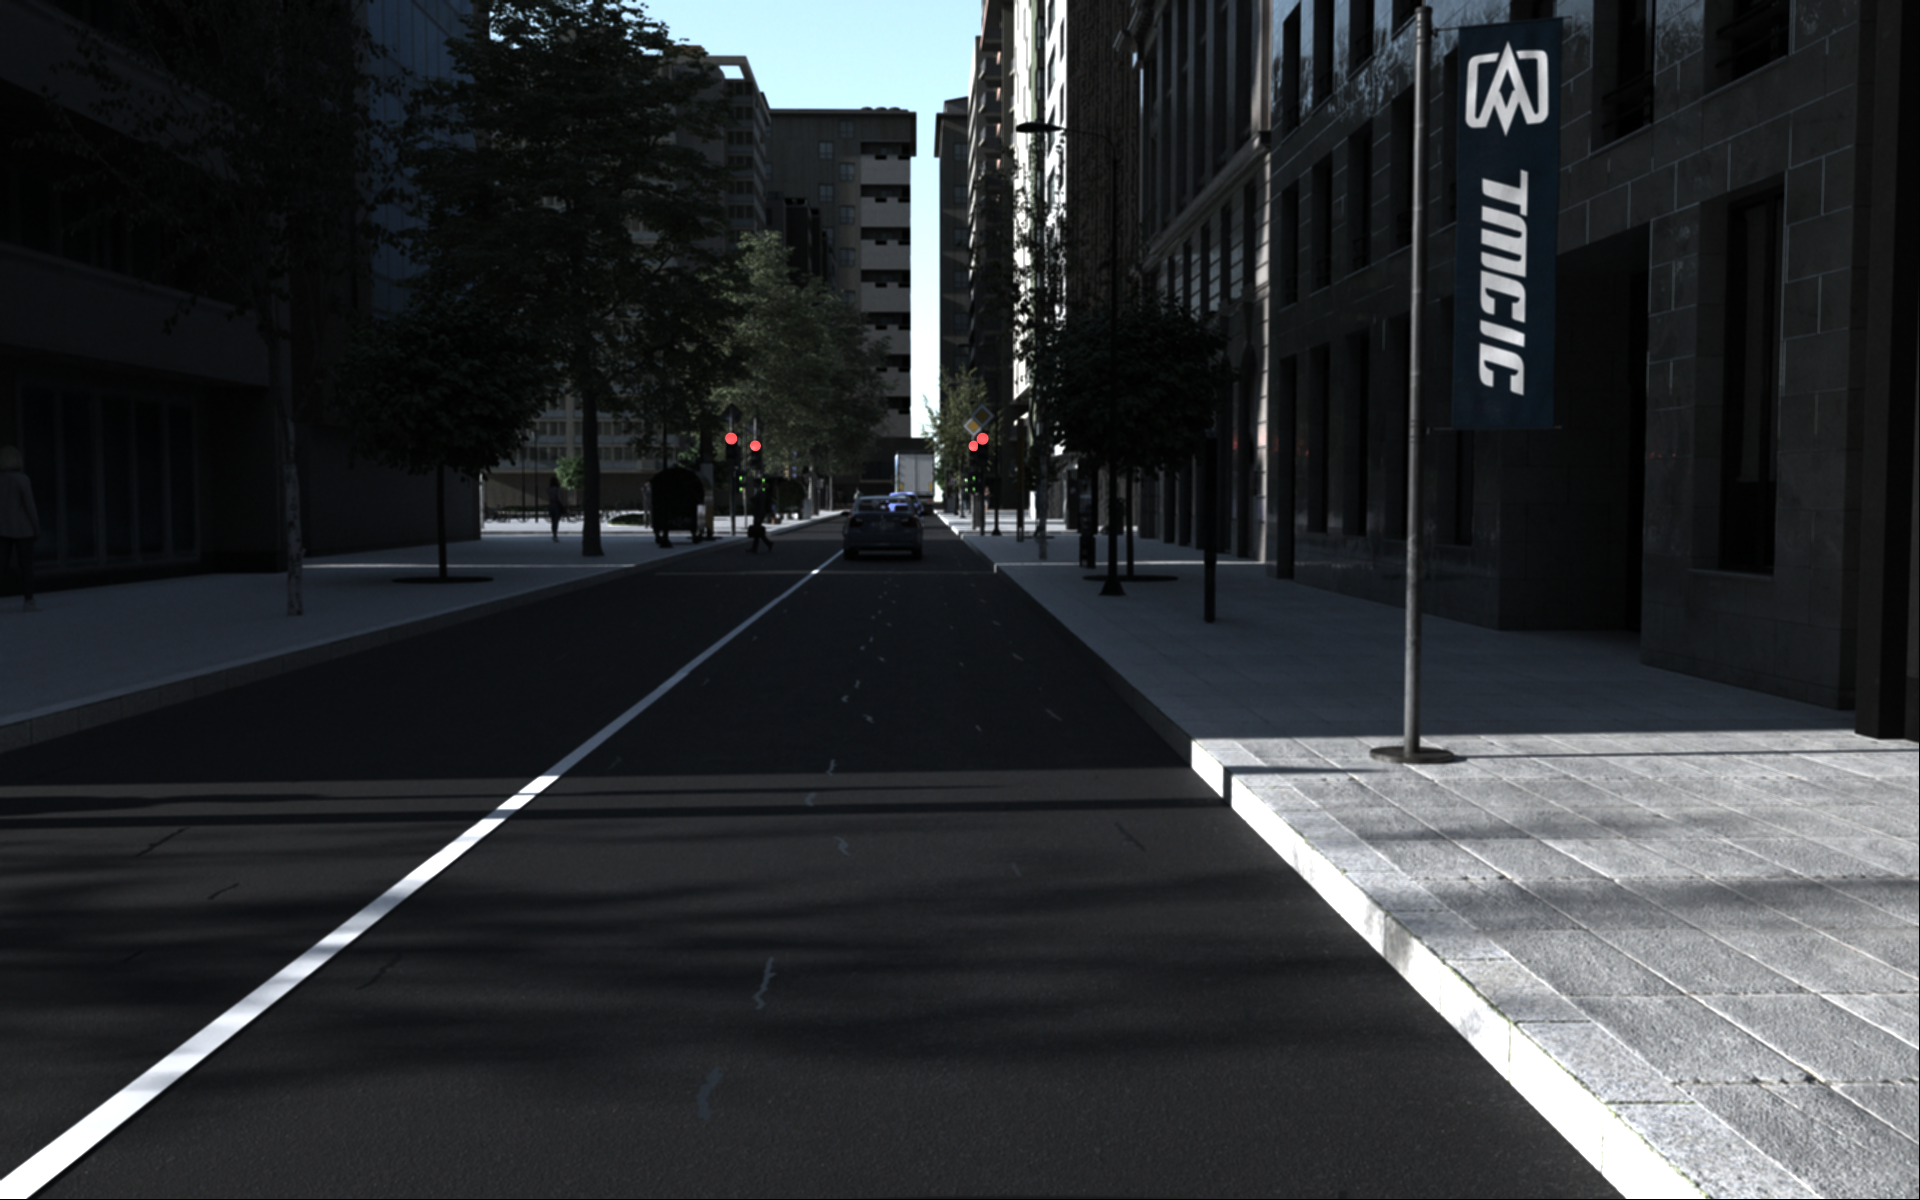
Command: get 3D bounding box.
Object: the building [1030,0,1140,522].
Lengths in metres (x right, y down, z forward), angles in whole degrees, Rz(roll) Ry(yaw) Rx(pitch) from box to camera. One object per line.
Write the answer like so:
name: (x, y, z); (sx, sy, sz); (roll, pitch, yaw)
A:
building: (10.699, -19.736, 94.386); (14.160, 30.474, 14.107); (0, 4, -1)

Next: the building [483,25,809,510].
building: (-29.405, -27.902, 148.071); (32.217, 40.220, 23.993); (0, 4, -1)

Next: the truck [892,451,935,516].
truck: (-3.153, -7.873, 117.632); (2.839, 4.237, 11.283); (0, 4, -3)

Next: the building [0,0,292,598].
building: (-21.446, -24.033, 16.639); (21.300, 48.544, 21.600); (0, 4, -1)

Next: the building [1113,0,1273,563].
building: (11.338, -12.035, 38.571); (13.314, 21.916, 24.055); (0, 4, -1)

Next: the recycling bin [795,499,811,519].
recycling bin: (-8.122, -4.710, 89.561); (0.722, 1.027, 0.722); (-1, 4, -13)

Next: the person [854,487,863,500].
person: (-5.595, -5.311, 95.508); (0.511, 1.800, 0.466); (-3, 5, -40)

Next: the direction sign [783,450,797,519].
direction sign: (-8.653, -5.890, 88.299); (0.876, 3.537, 0.379); (2, 4, 34)

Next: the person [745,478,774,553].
person: (-4.878, -2.070, 42.306); (0.822, 1.834, 0.622); (-2, 4, -29)

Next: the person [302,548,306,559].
person: (-12.528, -1.605, 32.124); (0.795, 1.843, 0.661); (0, 4, -8)

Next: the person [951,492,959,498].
person: (-0.431, -8.002, 137.070); (0.606, 1.804, 0.583); (-1, 4, -18)

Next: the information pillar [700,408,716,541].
information pillar: (-6.878, -3.409, 47.093); (0.183, 3.616, 0.504); (2, 4, 28)

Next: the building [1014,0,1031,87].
building: (17.945, -32.624, 122.645); (28.713, 52.752, 27.495); (0, 4, -1)

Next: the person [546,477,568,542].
person: (-10.835, -2.428, 46.338); (0.593, 1.750, 0.643); (1, 4, 22)

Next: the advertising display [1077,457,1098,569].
advertising display: (2.218, -1.522, 30.099); (0.123, 1.923, 0.974); (-1, 4, -11)

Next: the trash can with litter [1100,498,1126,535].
trash can with litter: (4.744, -2.624, 54.291); (0.624, 1.170, 1.055); (-2, 4, -30)

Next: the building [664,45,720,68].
building: (-45.194, -42.132, 230.860); (28.212, 58.520, 21.231); (0, 4, -1)

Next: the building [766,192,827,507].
building: (-20.643, -24.215, 167.610); (14.160, 30.474, 14.107); (0, 4, -1)

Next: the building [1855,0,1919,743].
building: (11.139, -10.468, 0.830); (12.332, 23.373, 15.834); (0, 4, -1)

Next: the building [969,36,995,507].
building: (11.846, -33.869, 177.460); (21.300, 48.544, 21.600); (0, 4, -1)

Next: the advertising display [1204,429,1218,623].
advertising display: (2.551, -0.760, 17.643); (0.123, 1.923, 0.974); (0, 4, 8)

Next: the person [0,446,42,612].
person: (-10.301, -0.761, 18.666); (0.709, 1.800, 0.728); (0, 4, 6)

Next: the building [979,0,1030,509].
building: (12.932, -30.445, 152.408); (22.147, 44.769, 28.867); (0, 4, -1)

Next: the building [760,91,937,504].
building: (-17.452, -39.545, 235.791); (27.495, 52.752, 28.713); (0, 4, -1)

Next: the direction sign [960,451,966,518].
direction sign: (0.159, -6.126, 92.162); (0.379, 3.537, 0.876); (0, 4, 5)

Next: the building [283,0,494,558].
building: (-19.961, -23.875, 40.462); (14.200, 45.320, 14.600); (0, 4, -1)

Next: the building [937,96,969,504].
building: (10.323, -39.621, 237.036); (27.495, 52.752, 28.713); (0, 4, -1)

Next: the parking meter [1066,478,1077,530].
parking meter: (4.013, -3.436, 61.891); (0.399, 1.863, 0.255); (-1, 4, -12)

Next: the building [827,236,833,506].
building: (-21.117, -25.118, 182.378); (14.160, 30.474, 14.107); (0, 4, -1)

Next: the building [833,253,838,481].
building: (-21.473, -26.383, 203.055); (14.107, 30.474, 14.160); (0, 4, -1)

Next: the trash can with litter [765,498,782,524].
trash can with litter: (-7.898, -3.806, 73.614); (0.624, 1.170, 1.055); (-3, 4, -36)

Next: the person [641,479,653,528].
person: (-11.662, -3.628, 65.173); (0.447, 1.846, 0.655); (3, 4, 37)

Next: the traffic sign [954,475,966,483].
traffic sign: (0.045, -6.712, 109.470); (0.795, 2.593, 0.064); (0, 4, -1)

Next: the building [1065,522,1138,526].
building: (10.871, -18.335, 71.475); (14.107, 30.474, 14.160); (0, 4, -1)

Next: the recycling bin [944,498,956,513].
recycling bin: (-0.629, -6.319, 115.867); (0.722, 1.027, 0.722); (-1, 4, -19)

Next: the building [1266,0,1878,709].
building: (10.184, -9.995, 18.164); (10.420, 20.320, 16.860); (0, 4, -1)

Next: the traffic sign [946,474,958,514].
traffic sign: (-0.488, -6.932, 113.339); (0.884, 2.594, 0.081); (0, 4, 1)

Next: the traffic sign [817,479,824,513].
traffic sign: (-9.603, -7.096, 118.144); (0.606, 2.300, 0.079); (0, 4, 0)

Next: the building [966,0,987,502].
building: (10.816, -46.459, 197.862); (20.563, 71.187, 20.611); (0, 4, -1)

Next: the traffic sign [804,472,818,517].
traffic sign: (-8.422, -5.983, 97.927); (0.768, 2.556, 0.104); (0, 4, 2)

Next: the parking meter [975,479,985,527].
parking meter: (0.760, -3.747, 66.980); (0.255, 1.863, 0.399); (3, 5, 42)

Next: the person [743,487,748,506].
person: (-15.347, -7.207, 123.795); (0.656, 1.842, 0.836); (3, 5, 43)

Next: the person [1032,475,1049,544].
person: (2.090, -2.338, 44.618); (0.444, 1.785, 0.601); (2, 4, 35)
